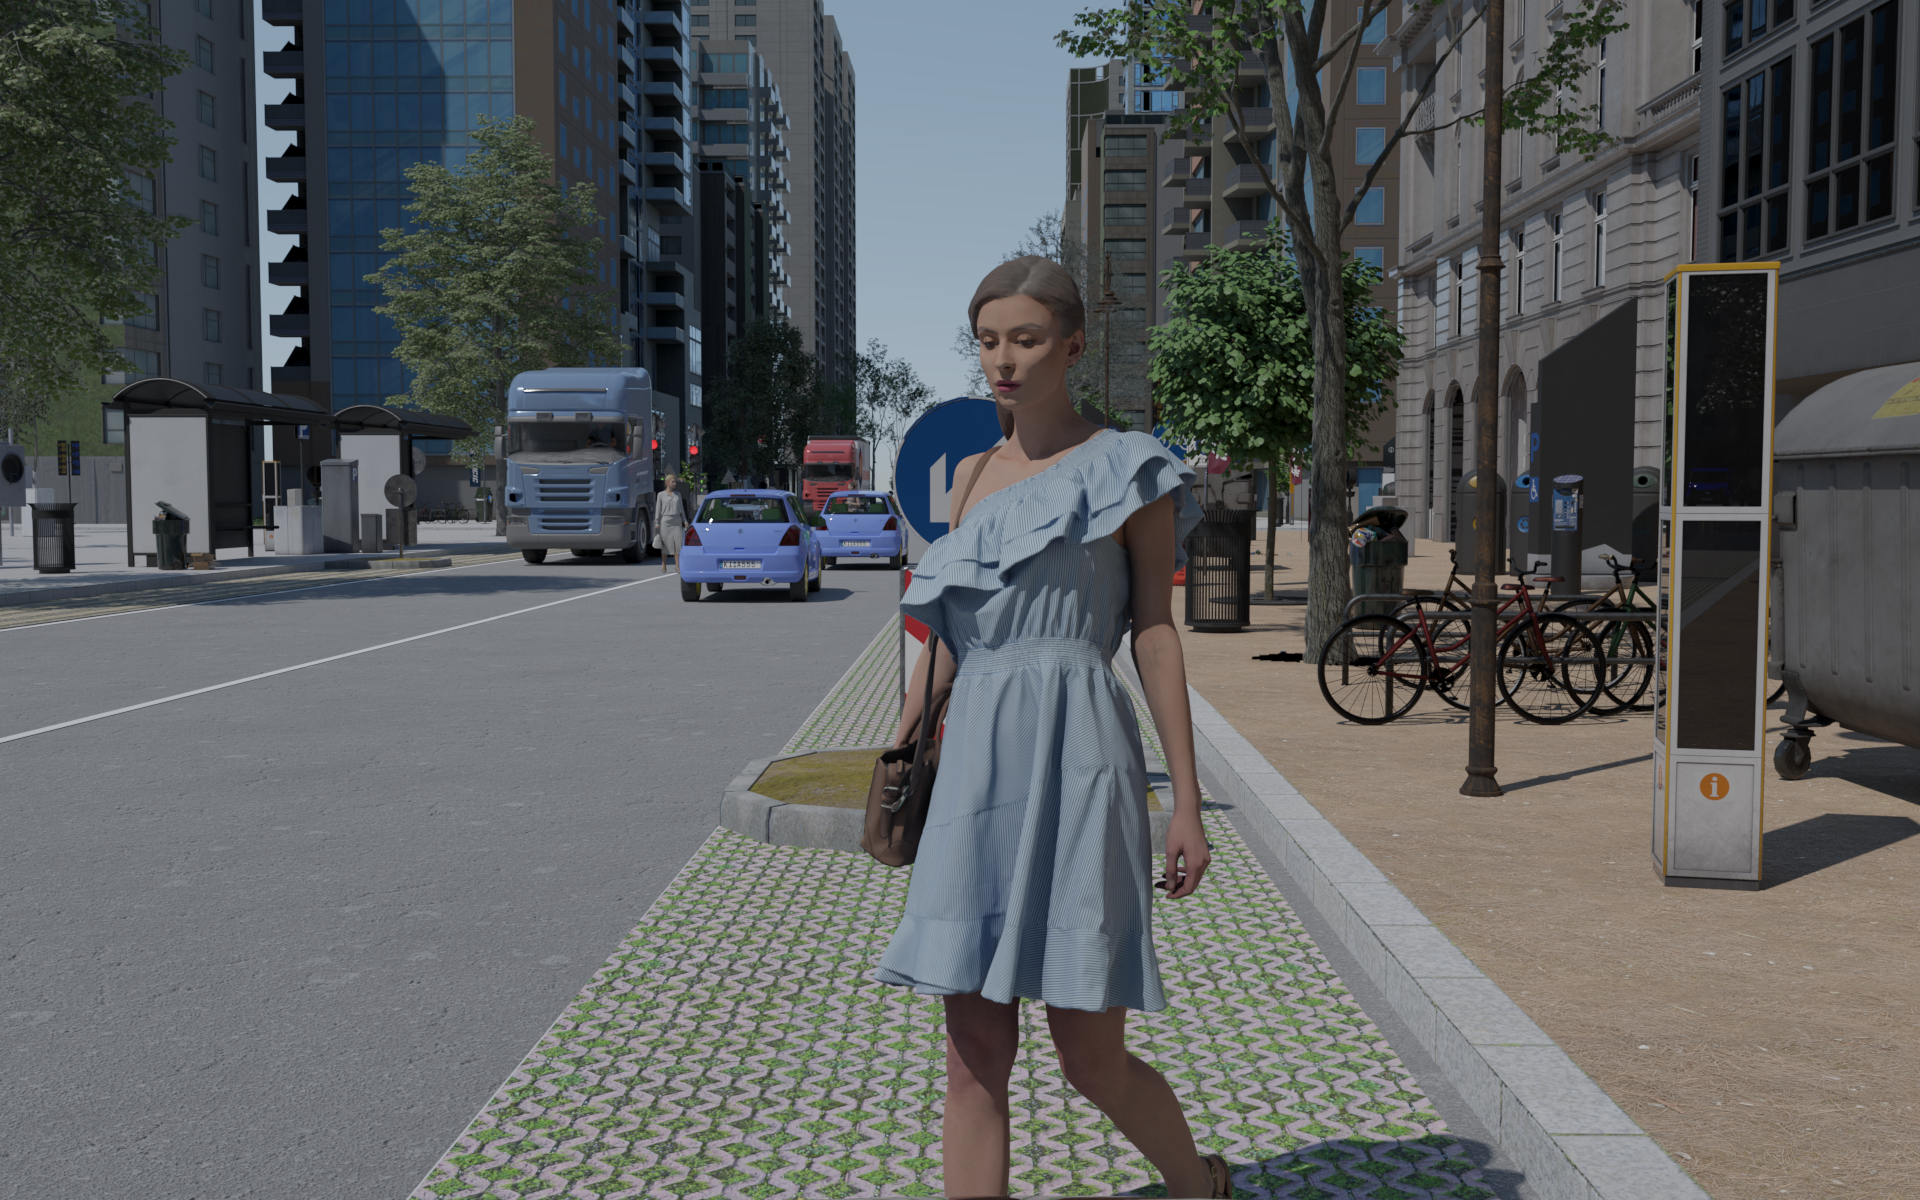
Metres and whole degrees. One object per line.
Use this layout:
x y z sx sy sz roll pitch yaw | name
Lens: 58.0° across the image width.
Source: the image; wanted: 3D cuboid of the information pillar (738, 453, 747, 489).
-12.476 -6.607 99.384 0.504 3.616 0.183 -1 4 -11 | information pillar

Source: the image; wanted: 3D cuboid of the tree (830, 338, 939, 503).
-9.517 -21.520 207.739 12.611 20.169 13.585 0 3 0 | tree

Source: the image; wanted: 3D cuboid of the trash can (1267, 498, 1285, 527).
12.275 -3.407 67.357 0.748 1.137 0.748 0 3 0 | trash can

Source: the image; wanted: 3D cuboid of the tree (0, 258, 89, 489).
-30.641 -6.501 56.660 4.360 8.622 3.978 0 3 0 | tree

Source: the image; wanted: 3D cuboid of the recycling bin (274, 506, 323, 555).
-14.025 -1.479 36.735 0.722 1.027 0.722 1 4 15 | recycling bin

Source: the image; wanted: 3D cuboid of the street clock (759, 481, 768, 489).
-11.316 -5.815 99.642 0.471 2.002 0.358 1 4 15 | street clock

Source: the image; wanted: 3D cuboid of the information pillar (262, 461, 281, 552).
-15.365 -2.093 38.712 0.304 2.012 0.304 0 4 -4 | information pillar

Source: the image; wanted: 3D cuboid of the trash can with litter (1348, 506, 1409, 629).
3.881 -0.324 16.677 0.624 1.170 1.055 -1 4 -10 | trash can with litter

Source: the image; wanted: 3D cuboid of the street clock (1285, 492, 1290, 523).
14.523 -4.410 76.666 0.471 2.002 0.358 1 4 19 | street clock

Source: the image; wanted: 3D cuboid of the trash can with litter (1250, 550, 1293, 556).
5.860 -1.552 36.439 2.233 1.210 1.678 1 4 19 | trash can with litter

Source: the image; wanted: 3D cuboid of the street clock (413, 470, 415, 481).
-14.422 -2.478 45.080 0.471 2.002 0.358 -1 4 -11 | street clock

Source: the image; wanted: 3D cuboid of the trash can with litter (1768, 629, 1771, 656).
7.077 -0.174 13.908 1.678 1.210 2.233 -1 4 -14 | trash can with litter

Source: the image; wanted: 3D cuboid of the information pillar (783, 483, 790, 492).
-11.523 -6.764 115.083 0.304 2.012 0.304 3 5 40 | information pillar

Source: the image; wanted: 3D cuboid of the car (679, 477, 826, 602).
-2.878 -0.903 24.362 1.945 1.707 3.694 0 4 -1 | car

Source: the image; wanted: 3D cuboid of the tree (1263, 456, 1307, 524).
13.626 -4.841 73.748 1.663 3.219 1.824 0 3 0 | tree

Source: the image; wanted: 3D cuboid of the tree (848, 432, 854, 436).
-11.263 -13.847 176.758 4.360 8.622 3.978 0 3 0 | tree

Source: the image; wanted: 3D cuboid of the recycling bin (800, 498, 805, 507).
-11.229 -6.981 126.686 0.722 1.027 0.722 2 4 35 | recycling bin

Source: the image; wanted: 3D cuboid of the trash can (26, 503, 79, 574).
-14.643 -0.999 27.983 0.748 1.137 0.748 0 3 0 | trash can

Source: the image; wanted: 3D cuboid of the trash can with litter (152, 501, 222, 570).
-13.089 -1.098 29.333 1.055 1.170 0.624 0 4 -6 | trash can with litter

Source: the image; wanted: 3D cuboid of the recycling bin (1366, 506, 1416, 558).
8.736 -1.382 35.150 0.722 1.027 0.722 -2 4 -29 | recycling bin

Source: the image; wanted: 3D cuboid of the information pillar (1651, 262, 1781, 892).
2.475 -0.074 5.698 0.304 2.012 0.304 1 4 14 | information pillar

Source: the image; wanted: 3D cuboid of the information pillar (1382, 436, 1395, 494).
17.338 -4.809 69.980 0.504 3.616 0.183 2 4 26 | information pillar

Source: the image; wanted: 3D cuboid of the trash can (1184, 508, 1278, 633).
2.401 -0.274 16.138 0.748 1.137 0.748 0 3 0 | trash can

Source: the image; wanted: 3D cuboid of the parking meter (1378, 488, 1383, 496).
17.267 -3.812 70.738 0.372 1.533 0.369 0 3 0 | parking meter

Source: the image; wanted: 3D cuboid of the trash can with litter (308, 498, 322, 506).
-17.325 -2.185 47.114 0.624 1.170 1.055 -3 4 -38 | trash can with litter

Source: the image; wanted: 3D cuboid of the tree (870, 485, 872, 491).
-10.139 -11.647 185.032 1.663 3.219 1.824 0 3 0 | tree

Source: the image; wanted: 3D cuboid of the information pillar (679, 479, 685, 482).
-15.261 -5.518 94.703 0.304 2.012 0.304 2 4 26 | information pillar

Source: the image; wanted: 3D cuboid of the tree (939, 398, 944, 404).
-7.740 -23.335 237.411 12.611 20.169 13.585 0 3 0 | tree

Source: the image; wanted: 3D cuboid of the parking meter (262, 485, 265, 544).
-17.667 -2.201 44.403 0.372 1.533 0.369 0 3 0 | parking meter

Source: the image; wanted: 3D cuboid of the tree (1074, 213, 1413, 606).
3.643 -2.241 20.354 4.285 4.588 4.351 0 3 0 | tree

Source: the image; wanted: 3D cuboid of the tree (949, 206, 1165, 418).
4.486 -10.071 75.034 12.009 13.543 11.850 0 3 0 | tree

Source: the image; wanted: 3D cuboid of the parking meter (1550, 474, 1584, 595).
7.742 -0.837 22.093 0.372 1.533 0.369 0 3 0 | parking meter

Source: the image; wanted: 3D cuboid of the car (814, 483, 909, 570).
-1.908 -1.487 33.896 1.945 1.707 3.694 0 4 1 | car

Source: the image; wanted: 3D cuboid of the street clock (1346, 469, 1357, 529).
11.444 -2.831 50.864 0.358 2.002 0.471 -1 4 -10 | street clock

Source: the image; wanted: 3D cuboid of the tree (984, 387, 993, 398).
6.243 -15.291 156.661 9.857 13.997 8.962 0 3 0 | tree

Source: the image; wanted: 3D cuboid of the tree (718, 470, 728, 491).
-19.234 -8.854 139.365 1.663 3.219 1.824 0 3 0 | tree

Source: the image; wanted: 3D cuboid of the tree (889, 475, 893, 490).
-9.062 -16.849 259.188 4.285 4.588 4.351 0 3 0 | tree

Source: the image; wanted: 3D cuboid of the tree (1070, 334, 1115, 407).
5.514 -11.238 101.870 7.486 12.596 7.792 0 3 0 | tree

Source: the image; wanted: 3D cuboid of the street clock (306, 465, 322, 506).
-15.996 -2.357 43.109 0.471 2.002 0.358 -1 4 -14 | street clock

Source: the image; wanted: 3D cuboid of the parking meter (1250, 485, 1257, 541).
7.974 -2.401 47.671 0.372 1.533 0.369 0 3 0 | parking meter

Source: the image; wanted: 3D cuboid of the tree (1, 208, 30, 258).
-22.871 -5.481 39.981 4.360 8.622 3.978 0 3 0 | tree

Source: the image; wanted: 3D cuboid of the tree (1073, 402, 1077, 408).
4.107 -8.214 84.665 4.360 8.622 3.978 0 3 0 | tree
